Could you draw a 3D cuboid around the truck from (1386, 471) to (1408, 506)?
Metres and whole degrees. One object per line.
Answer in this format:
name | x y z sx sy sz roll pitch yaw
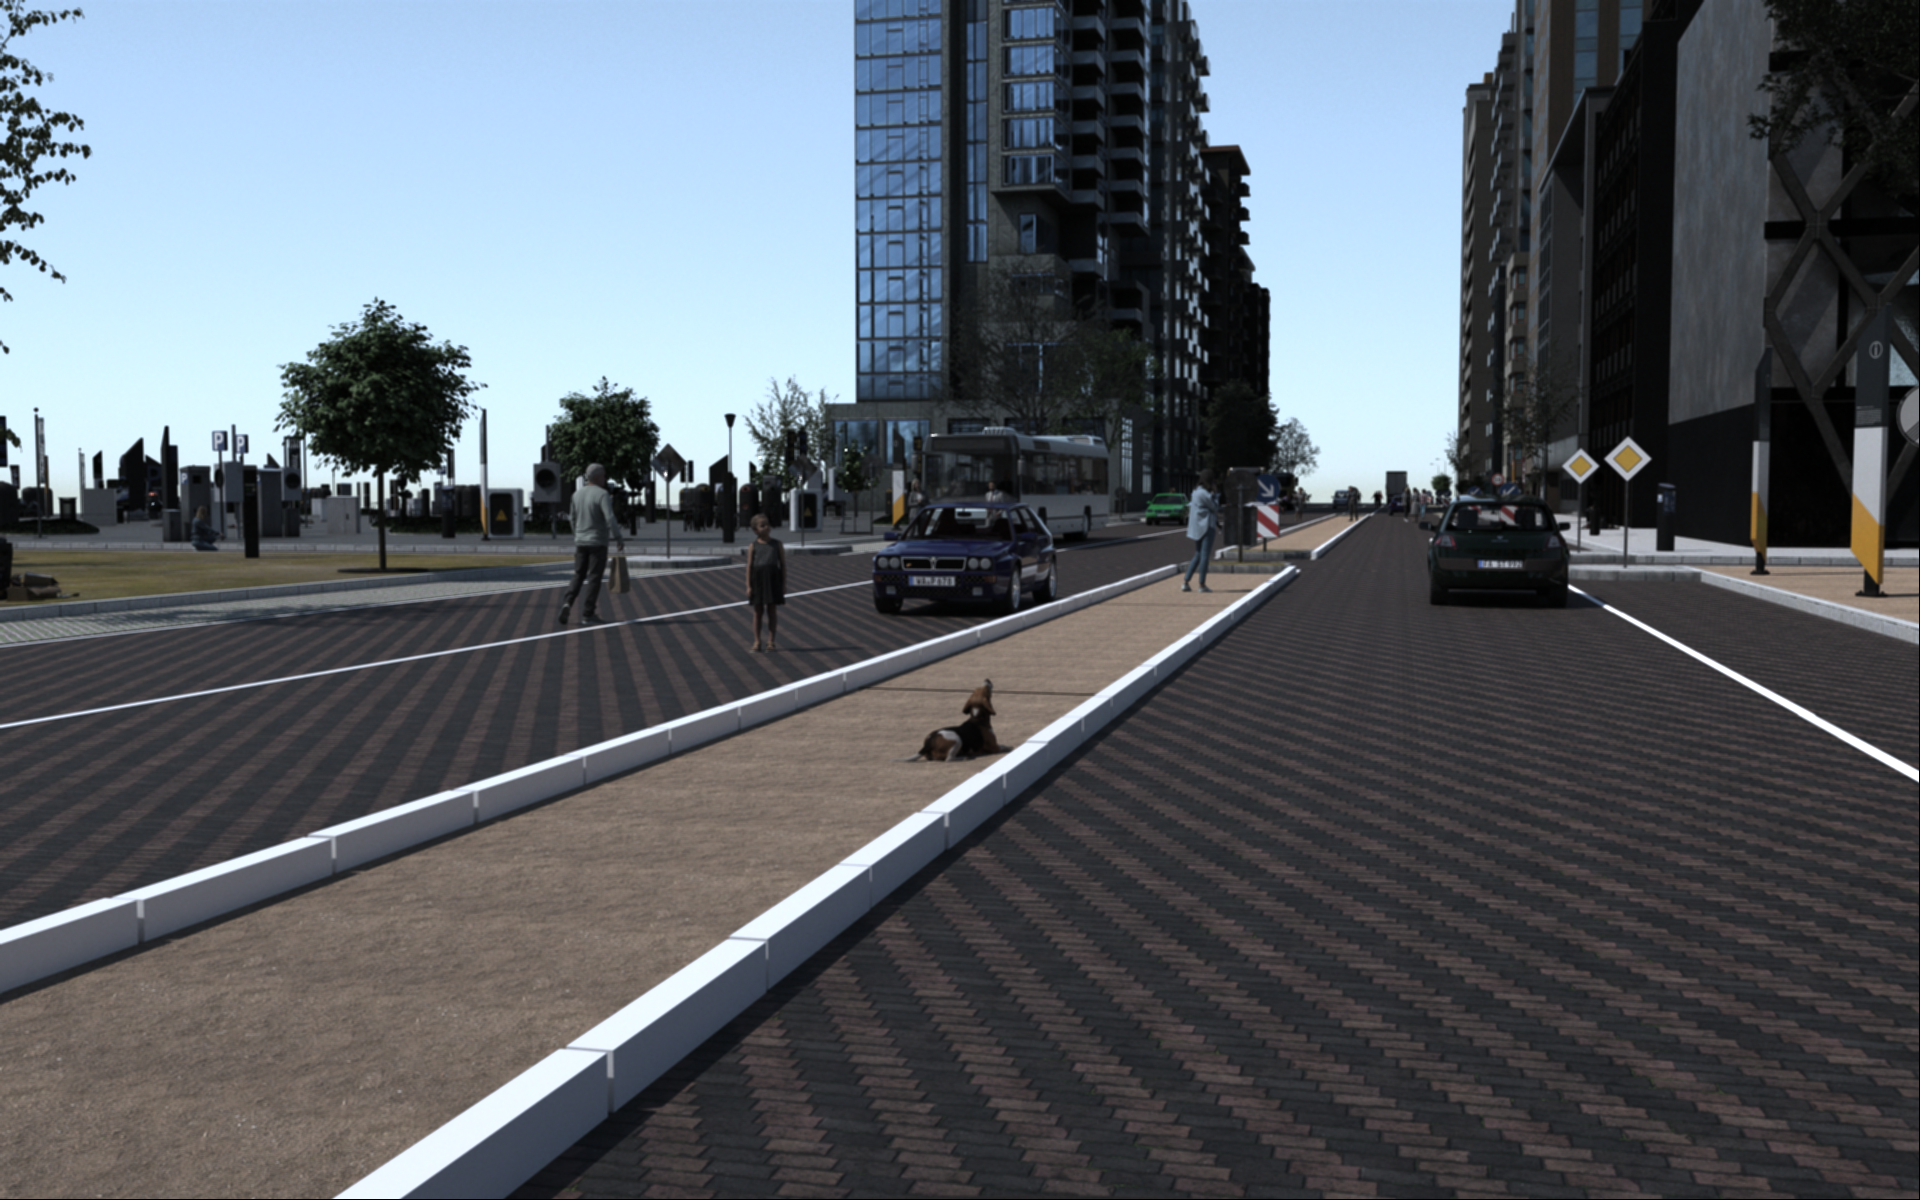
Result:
truck | 55.223 -14.075 219.046 2.839 4.237 11.283 1 4 15

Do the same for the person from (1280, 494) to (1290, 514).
person | 22.787 -6.706 121.376 0.697 1.427 0.421 0 4 6

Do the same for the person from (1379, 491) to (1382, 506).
person | 49.926 -12.085 206.019 0.705 1.831 1.348 -1 4 -15

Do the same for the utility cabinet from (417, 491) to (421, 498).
utility cabinet | -38.614 -7.080 124.433 0.318 1.500 1.173 -3 5 -41

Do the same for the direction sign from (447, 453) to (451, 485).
direction sign | -25.265 -5.732 85.722 0.379 3.537 0.876 0 4 -5

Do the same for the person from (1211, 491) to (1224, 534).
person | 9.062 -3.293 62.180 0.795 1.843 0.661 -2 4 -25

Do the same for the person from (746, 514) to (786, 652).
person | -1.760 -0.158 15.752 0.362 1.253 0.373 0 4 -2

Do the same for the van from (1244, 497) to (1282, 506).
van | 13.877 -4.464 80.004 2.013 2.044 4.112 1 4 12

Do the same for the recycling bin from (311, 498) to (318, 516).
recycling bin | -37.081 -5.374 100.413 0.722 1.027 0.722 1 4 16

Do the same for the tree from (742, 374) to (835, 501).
tree | -10.846 -9.489 105.514 4.737 8.622 4.395 0 3 0

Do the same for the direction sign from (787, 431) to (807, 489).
direction sign | -5.846 -4.292 62.175 0.876 3.537 0.379 -3 5 -42

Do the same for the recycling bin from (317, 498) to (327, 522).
recycling bin | -29.523 -4.197 81.178 0.722 1.027 0.722 0 4 -7

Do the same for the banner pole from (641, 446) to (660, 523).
banner pole | -13.967 -5.375 77.893 0.863 3.779 0.401 -1 4 -14

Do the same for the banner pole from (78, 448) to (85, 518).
banner pole | -47.672 -6.365 94.077 0.863 3.779 0.401 3 5 44

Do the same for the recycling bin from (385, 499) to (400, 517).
recycling bin | -31.617 -5.135 96.516 0.722 1.027 0.722 -2 4 -26

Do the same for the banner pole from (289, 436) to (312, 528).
banner pole | -25.124 -4.639 65.870 0.863 3.779 0.401 0 4 5

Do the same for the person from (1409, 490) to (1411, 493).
person | 45.266 -10.140 174.295 1.348 1.824 0.705 3 5 44

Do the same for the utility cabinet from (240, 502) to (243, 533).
utility cabinet | -22.951 -2.922 56.452 1.173 1.500 0.318 0 4 2

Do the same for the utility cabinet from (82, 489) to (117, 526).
utility cabinet | -34.302 -3.693 69.057 1.173 1.500 0.318 -1 4 -13

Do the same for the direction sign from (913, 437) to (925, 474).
direction sign | -1.405 -4.666 68.290 0.876 3.537 0.379 1 4 8

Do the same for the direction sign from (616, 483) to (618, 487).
direction sign | -17.966 -6.036 90.690 0.876 3.537 0.379 3 4 36

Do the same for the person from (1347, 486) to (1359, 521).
person | 20.562 -5.038 90.673 0.655 1.846 0.447 3 5 41

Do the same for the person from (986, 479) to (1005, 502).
person | 0.849 -2.047 42.248 0.678 1.792 0.850 2 4 34

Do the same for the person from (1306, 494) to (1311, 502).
person | 49.178 -14.208 243.987 0.799 1.438 0.628 1 4 12

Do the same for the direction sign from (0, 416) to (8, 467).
direction sign | -28.018 -3.551 50.059 0.876 3.537 0.379 -2 4 -30

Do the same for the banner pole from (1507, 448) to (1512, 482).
banner pole | 29.875 -6.378 94.291 0.401 3.779 0.863 2 4 33

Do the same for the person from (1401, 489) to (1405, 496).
person | 34.457 -7.717 134.537 0.709 1.838 0.599 -1 4 -15

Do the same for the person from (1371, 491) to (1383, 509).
person | 39.442 -9.442 163.700 1.217 1.723 0.721 2 4 31

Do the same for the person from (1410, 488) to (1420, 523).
person | 22.905 -4.782 87.262 0.480 1.755 0.524 -1 4 -11

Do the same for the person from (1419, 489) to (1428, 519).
person | 26.846 -5.571 100.417 0.563 1.720 0.643 3 5 45

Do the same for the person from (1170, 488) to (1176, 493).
person | 13.447 -6.170 109.348 0.573 1.828 0.580 2 4 29

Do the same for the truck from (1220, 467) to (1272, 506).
truck | 21.229 -8.032 127.254 3.469 3.379 9.791 1 4 14

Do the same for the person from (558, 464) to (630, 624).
person | -3.999 -0.614 19.022 0.782 1.767 0.515 2 4 29

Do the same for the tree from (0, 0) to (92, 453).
tree | -11.642 -4.211 19.207 4.737 8.622 4.395 0 3 0

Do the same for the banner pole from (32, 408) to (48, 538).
banner pole | -26.547 -3.670 50.018 0.863 3.779 0.401 3 5 45

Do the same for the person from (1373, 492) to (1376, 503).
person | 63.721 -15.711 265.396 0.705 1.821 1.348 -2 4 -28

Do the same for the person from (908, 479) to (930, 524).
person | -0.993 -2.046 42.135 0.537 1.800 0.526 0 4 -3

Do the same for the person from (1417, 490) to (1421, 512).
person | 37.569 -8.119 141.688 0.683 1.767 0.568 -1 4 -10

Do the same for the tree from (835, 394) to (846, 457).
tree | -9.851 -10.259 118.098 4.737 8.622 4.395 0 3 0

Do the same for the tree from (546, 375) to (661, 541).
tree | -9.809 -3.935 48.052 4.285 4.588 4.351 0 3 0

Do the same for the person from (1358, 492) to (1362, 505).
person | 54.220 -13.831 235.319 0.721 1.739 1.217 -2 4 -35

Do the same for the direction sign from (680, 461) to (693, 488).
direction sign | -18.443 -7.645 116.992 0.876 3.537 0.379 -1 4 -18

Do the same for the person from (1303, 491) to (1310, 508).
person | 36.341 -10.663 182.925 1.350 1.814 0.705 0 4 7

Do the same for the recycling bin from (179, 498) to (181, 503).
recycling bin | -51.336 -6.243 114.628 0.722 1.027 0.722 2 4 29

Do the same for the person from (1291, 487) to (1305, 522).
person | 17.469 -4.934 89.528 0.716 1.782 0.532 1 4 15

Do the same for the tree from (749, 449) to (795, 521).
tree | -8.315 -4.890 74.548 1.663 3.219 1.824 0 3 0

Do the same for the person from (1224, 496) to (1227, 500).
person | 22.520 -8.199 145.743 0.628 1.438 0.799 1 4 15

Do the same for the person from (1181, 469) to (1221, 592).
person | 3.493 -1.001 25.138 0.793 1.790 0.793 3 5 41

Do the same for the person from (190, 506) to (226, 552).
person | -17.620 -1.622 40.521 0.738 1.151 1.012 -2 4 -26

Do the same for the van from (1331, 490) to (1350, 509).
van | 37.545 -9.978 170.158 2.013 2.044 4.112 1 4 15

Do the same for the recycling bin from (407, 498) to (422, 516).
recycling bin | -32.037 -5.464 101.882 0.722 1.027 0.722 3 4 36

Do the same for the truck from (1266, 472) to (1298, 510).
truck | 28.740 -9.783 155.868 3.469 3.379 9.791 1 4 12

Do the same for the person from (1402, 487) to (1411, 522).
person | 23.318 -4.980 90.108 0.709 1.800 0.728 0 4 -8

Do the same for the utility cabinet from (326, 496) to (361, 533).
utility cabinet | -20.139 -2.777 56.571 1.020 1.237 0.306 0 4 6
